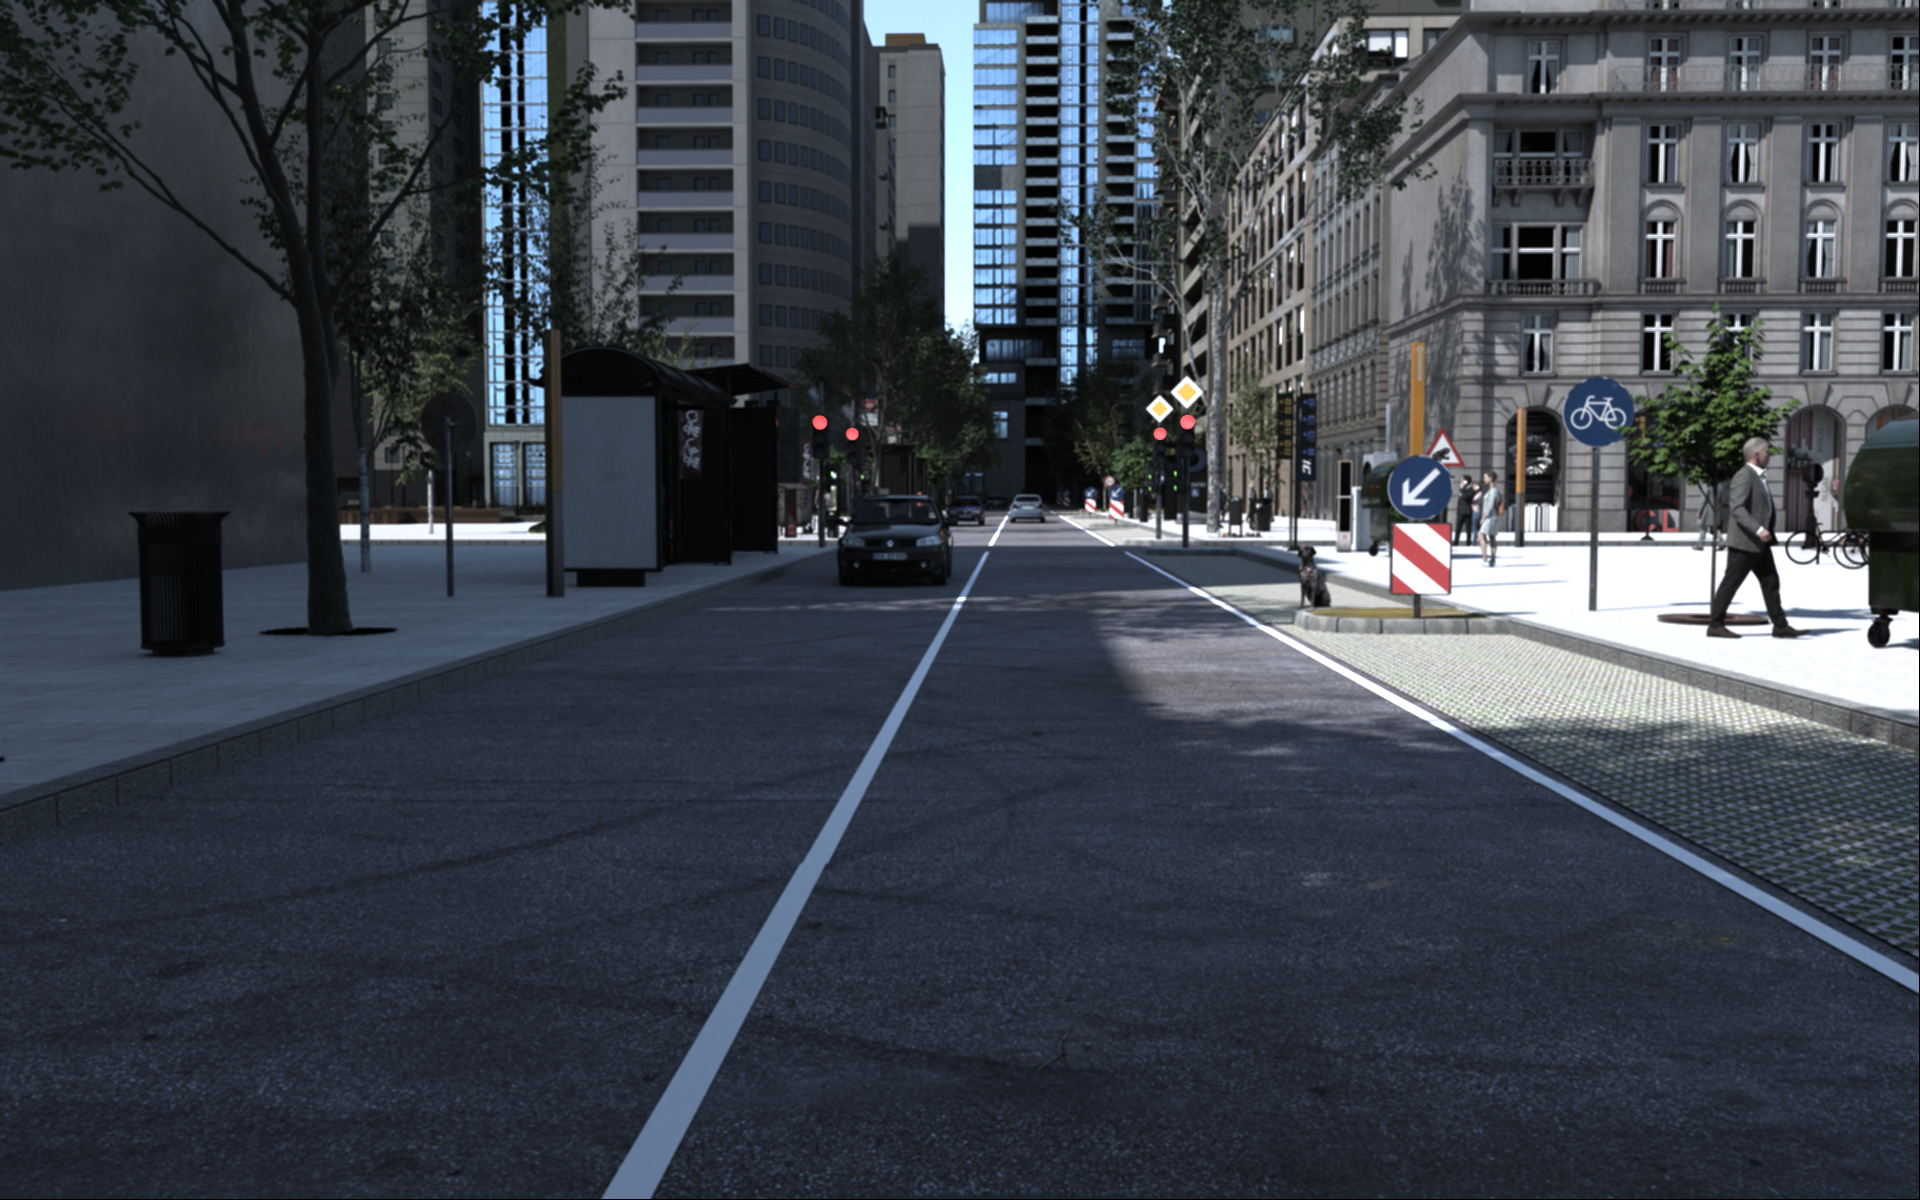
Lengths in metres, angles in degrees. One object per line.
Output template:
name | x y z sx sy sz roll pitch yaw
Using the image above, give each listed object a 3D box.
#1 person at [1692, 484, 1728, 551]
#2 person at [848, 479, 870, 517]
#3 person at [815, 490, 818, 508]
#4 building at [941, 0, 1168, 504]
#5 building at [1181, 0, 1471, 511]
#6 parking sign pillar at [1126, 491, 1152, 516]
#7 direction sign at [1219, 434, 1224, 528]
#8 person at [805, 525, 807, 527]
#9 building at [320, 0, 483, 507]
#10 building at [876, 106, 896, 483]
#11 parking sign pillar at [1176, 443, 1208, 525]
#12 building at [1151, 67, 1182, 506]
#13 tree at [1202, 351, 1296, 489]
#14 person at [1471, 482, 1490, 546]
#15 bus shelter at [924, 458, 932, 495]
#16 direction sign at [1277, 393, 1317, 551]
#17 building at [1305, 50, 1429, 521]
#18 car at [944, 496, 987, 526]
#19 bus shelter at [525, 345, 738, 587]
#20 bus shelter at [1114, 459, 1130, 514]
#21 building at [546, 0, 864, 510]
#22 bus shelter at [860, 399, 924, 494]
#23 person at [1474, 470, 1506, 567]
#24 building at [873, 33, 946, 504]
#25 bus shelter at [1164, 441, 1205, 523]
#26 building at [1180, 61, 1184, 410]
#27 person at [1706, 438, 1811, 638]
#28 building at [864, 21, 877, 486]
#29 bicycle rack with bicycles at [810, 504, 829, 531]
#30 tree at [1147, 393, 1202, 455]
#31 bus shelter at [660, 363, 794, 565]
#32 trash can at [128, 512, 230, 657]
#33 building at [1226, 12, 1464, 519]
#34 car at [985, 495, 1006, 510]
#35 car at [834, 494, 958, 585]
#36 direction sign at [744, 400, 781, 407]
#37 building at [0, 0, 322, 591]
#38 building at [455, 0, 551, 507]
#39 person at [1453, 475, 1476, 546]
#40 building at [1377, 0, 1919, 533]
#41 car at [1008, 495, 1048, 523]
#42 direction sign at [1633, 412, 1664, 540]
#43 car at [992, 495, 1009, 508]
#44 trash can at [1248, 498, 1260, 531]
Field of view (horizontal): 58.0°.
person | 16.938 -2.016 39.114 0.694 1.812 0.767 -2 4 -25
person | -2.239 -1.920 40.235 0.721 1.781 0.623 1 4 10
person | -6.875 -4.860 85.595 0.616 1.811 0.778 0 4 4
building | 13.542 -55.804 225.060 31.000 86.520 22.319 0 4 2
building | 29.195 -31.349 136.265 21.300 48.544 21.600 0 4 2
parking sign pillar | 10.362 -6.830 100.135 1.447 3.967 1.447 -2 4 -30
direction sign | 9.807 -4.489 65.397 0.379 3.537 0.876 0 4 -2
person | -6.423 -3.797 68.523 0.834 1.777 0.661 1 4 22
building | -62.817 -45.574 183.380 20.611 71.187 20.563 0 4 2
building | -14.049 -30.676 185.140 14.086 41.232 14.154 0 4 2
parking sign pillar | 9.869 -5.185 73.249 1.447 3.967 1.447 -1 4 -14
building | 31.135 -31.934 176.741 22.147 44.769 28.867 0 4 2
tree | 15.107 -8.457 88.629 4.737 8.622 4.395 0 3 0
person | 13.499 -2.201 45.076 0.643 1.750 0.593 1 4 11
bus shelter | -2.926 -7.535 100.834 2.179 5.291 8.768 0 4 2
direction sign | 7.577 -2.876 39.014 0.876 3.537 0.379 0 4 -5
building | 22.375 -14.150 80.495 9.793 20.994 18.267 0 4 2
car | 0.266 -4.084 79.351 1.945 1.354 3.894 0 4 1
bus shelter | -4.815 -1.984 26.368 2.014 3.302 5.546 0 4 2
bus shelter | 11.324 -7.634 116.100 1.731 3.624 6.357 0 4 2
building | -19.367 -36.499 138.753 21.231 58.520 28.212 0 4 2
bus shelter | -3.017 -5.992 75.607 2.179 5.291 8.768 0 4 2
person | 9.324 -1.432 30.453 0.522 1.701 0.512 1 4 16
building | -16.089 -41.817 225.699 28.212 58.520 21.231 0 4 2
bus shelter | 10.131 -5.403 79.615 1.731 3.624 6.357 0 4 2
building | 26.587 -28.809 154.626 14.154 41.232 14.086 0 4 2
person | 7.094 -0.545 15.356 0.834 1.777 0.661 2 4 32
building | -15.229 -31.205 160.318 14.600 45.320 14.200 0 4 2
bicycle rack with bicycles | -4.366 -2.949 61.594 2.852 0.926 2.925 0 4 2
tree | 15.254 -10.377 120.025 4.737 8.622 4.395 0 3 0
bus shelter | -4.530 -2.625 34.208 1.731 3.624 6.357 0 4 2
trash can | -6.216 -0.133 13.828 0.748 1.137 0.748 0 3 0
building | 28.146 -18.473 106.551 19.350 26.468 34.151 0 4 2
car | 3.297 -9.100 161.370 1.945 1.354 3.894 0 4 2
car | -1.021 -1.145 28.509 2.009 1.686 4.222 0 4 1
direction sign | -4.754 -3.046 41.793 0.876 3.537 0.379 0 4 6
building | -29.588 -13.416 23.870 34.151 26.468 19.350 0 4 2
building | -36.844 -53.132 181.374 31.000 86.520 22.319 0 4 2
person | 12.471 -2.147 42.960 0.474 1.900 0.648 -2 4 -29
building | 28.363 -13.487 62.316 24.055 21.916 13.314 0 4 2
car | 3.404 -4.583 86.934 2.014 1.417 4.499 0 4 2
direction sign | 19.071 -3.422 47.955 0.876 3.537 0.379 3 5 43
car | 4.236 -10.489 184.073 1.945 1.354 3.894 0 4 2
trash can | 10.485 -3.010 60.860 0.748 1.137 0.748 0 3 0
